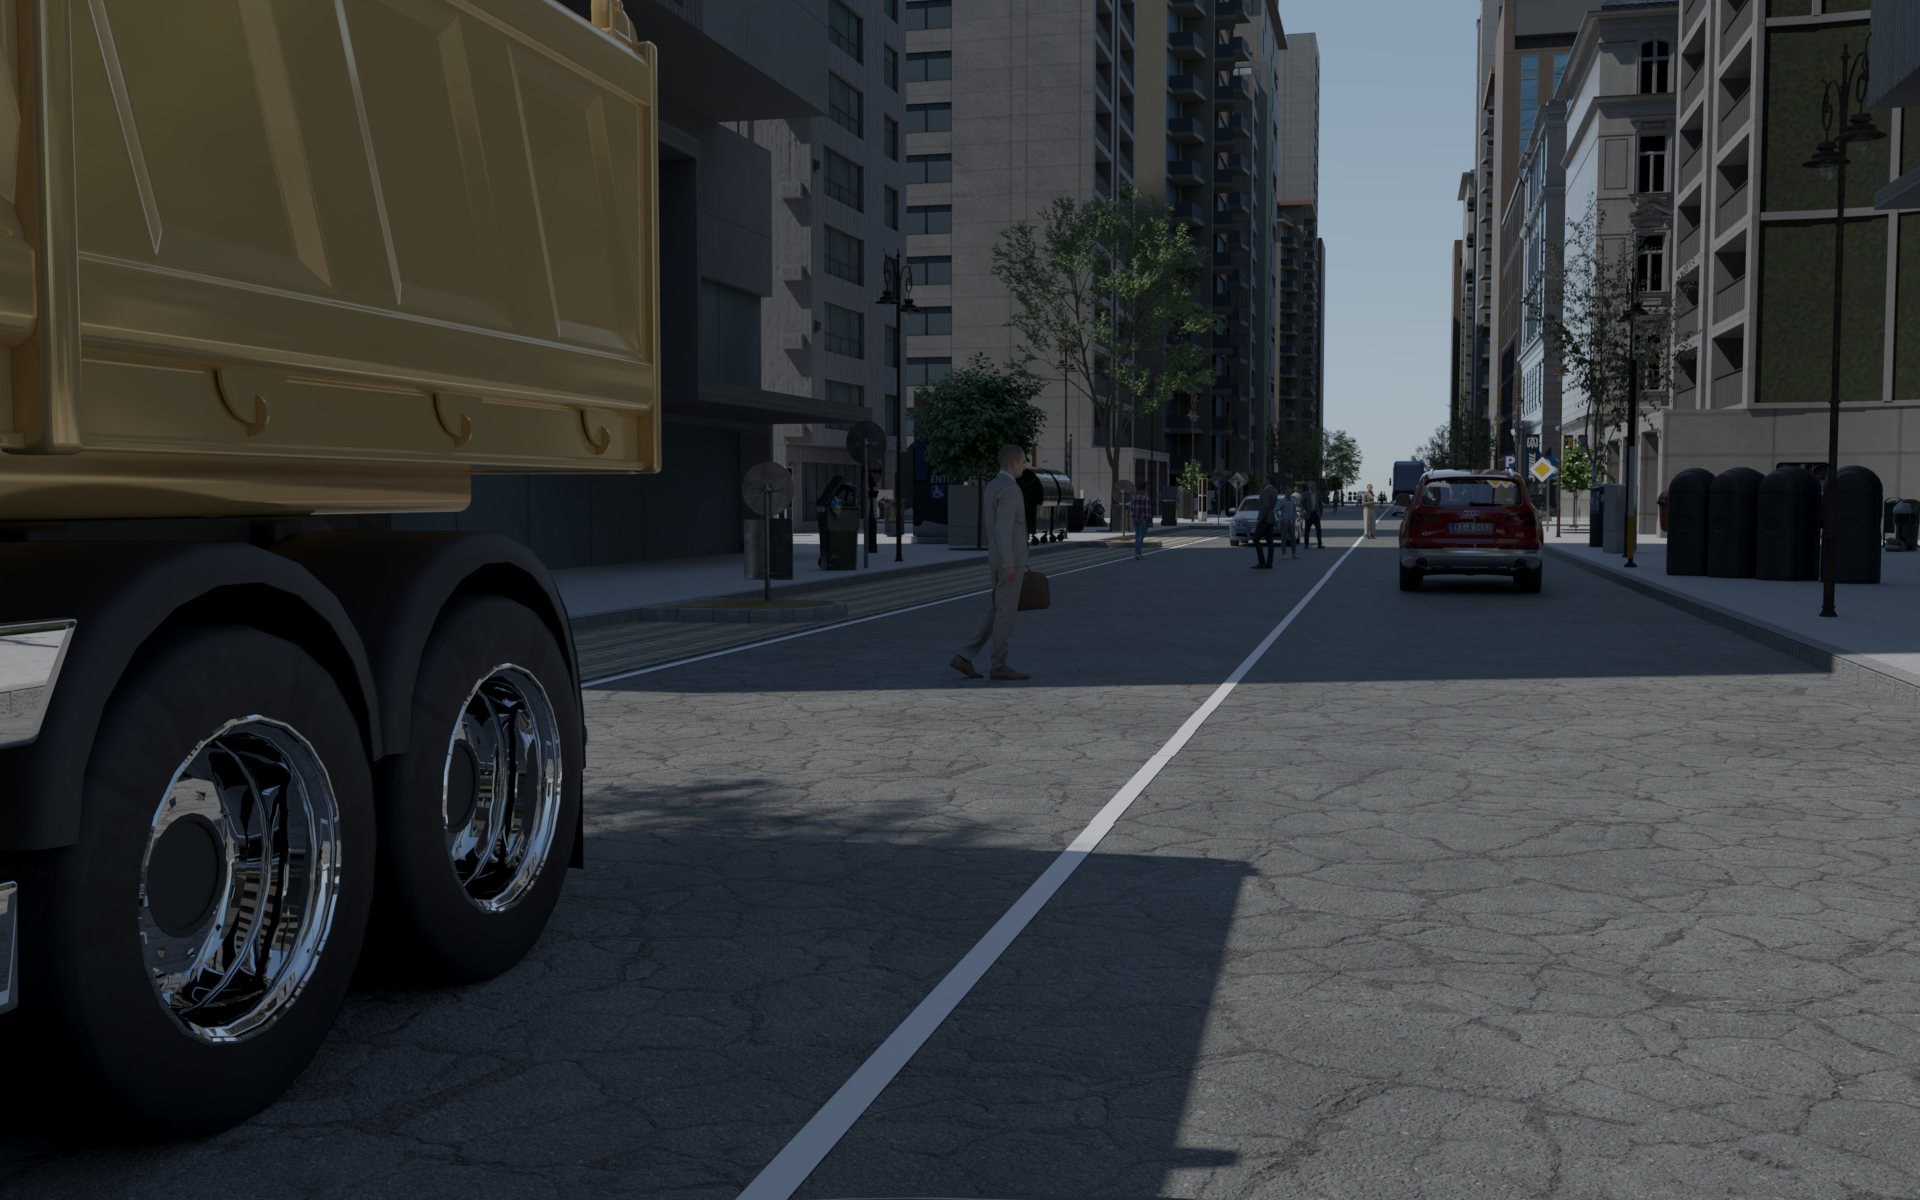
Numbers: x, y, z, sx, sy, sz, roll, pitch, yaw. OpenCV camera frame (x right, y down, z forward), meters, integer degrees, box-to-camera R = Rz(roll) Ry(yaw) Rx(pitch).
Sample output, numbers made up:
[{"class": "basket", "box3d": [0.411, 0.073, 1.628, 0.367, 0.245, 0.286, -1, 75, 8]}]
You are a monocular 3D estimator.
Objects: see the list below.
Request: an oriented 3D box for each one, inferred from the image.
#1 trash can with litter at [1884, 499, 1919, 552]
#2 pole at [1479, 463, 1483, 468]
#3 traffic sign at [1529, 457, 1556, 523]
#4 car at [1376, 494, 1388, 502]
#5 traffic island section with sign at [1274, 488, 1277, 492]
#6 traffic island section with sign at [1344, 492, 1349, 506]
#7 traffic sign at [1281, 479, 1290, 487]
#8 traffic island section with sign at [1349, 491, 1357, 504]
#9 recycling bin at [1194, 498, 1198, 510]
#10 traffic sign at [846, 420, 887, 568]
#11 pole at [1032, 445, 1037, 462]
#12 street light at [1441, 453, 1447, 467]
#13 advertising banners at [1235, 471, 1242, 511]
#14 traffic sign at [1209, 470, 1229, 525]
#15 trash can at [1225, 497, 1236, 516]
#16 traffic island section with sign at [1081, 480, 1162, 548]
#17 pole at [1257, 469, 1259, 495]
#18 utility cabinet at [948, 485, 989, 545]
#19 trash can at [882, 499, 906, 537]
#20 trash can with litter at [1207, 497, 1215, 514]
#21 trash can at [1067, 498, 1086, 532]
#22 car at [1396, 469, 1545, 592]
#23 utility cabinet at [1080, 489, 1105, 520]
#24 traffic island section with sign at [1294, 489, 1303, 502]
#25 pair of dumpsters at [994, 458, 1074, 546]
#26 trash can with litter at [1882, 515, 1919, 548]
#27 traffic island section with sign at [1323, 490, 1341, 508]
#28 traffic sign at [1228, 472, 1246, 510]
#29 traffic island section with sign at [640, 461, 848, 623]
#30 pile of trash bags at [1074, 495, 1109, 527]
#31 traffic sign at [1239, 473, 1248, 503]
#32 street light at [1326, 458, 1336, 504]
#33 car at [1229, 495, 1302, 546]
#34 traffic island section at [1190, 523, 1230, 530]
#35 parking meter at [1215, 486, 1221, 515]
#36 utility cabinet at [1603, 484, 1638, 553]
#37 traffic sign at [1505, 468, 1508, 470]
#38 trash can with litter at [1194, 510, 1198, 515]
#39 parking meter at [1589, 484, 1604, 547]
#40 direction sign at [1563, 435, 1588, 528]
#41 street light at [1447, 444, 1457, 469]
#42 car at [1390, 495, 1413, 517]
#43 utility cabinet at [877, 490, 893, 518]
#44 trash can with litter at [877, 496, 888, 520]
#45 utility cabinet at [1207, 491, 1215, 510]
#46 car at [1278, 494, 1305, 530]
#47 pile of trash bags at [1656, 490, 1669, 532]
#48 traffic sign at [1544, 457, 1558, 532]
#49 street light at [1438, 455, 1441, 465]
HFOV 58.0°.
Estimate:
[{"class": "trash can with litter", "box3d": [21.073, -1.665, 38.611, 1.055, 1.170, 0.624, -3, 5, -42]}, {"class": "pole", "box3d": [33.832, -7.259, 112.533, 0.158, 3.312, 0.155, 0, 3, 0]}, {"class": "traffic sign", "box3d": [17.968, -3.199, 53.486, 0.795, 2.450, 0.064, 1, 4, 19]}, {"class": "car", "box3d": [73.756, -17.880, 302.563, 2.015, 1.641, 3.980, 1, 4, 13]}, {"class": "traffic island section with sign", "box3d": [18.106, -5.613, 100.406, 1.989, 1.847, 2.006, 1, 4, 14]}, {"class": "traffic island section with sign", "box3d": [43.916, -11.805, 201.632, 1.989, 1.847, 2.006, 1, 4, 14]}, {"class": "traffic sign", "box3d": [26.827, -8.726, 142.779, 0.768, 2.556, 0.104, 1, 4, 21]}, {"class": "traffic island section with sign", "box3d": [57.392, -15.036, 254.459, 1.989, 1.847, 2.006, 1, 4, 14]}, {"class": "recycling bin", "box3d": [14.752, -6.000, 110.652, 0.722, 1.027, 0.722, -1, 4, -20]}, {"class": "traffic sign", "box3d": [-1.630, -1.826, 29.959, 0.768, 2.556, 0.104, 1, 4, 19]}, {"class": "pole", "box3d": [3.009, -4.672, 70.236, 0.158, 3.312, 0.155, 0, 3, 0]}, {"class": "street light", "box3d": [48.669, -12.259, 173.229, 0.468, 5.910, 1.993, 1, 4, 14]}, {"class": "advertising banners", "box3d": [21.142, -8.258, 131.200, 0.090, 3.025, 2.074, 1, 4, 23]}, {"class": "traffic sign", "box3d": [10.575, -4.104, 70.750, 0.795, 2.450, 0.064, 1, 4, 14]}, {"class": "trash can", "box3d": [15.643, -5.415, 100.187, 0.748, 1.137, 0.748, 0, 3, 0]}, {"class": "traffic island section with sign", "box3d": [4.408, -2.327, 46.672, 1.989, 1.847, 2.006, 1, 4, 14]}, {"class": "pole", "box3d": [24.413, -9.057, 141.926, 0.158, 3.312, 0.155, 0, 3, 0]}, {"class": "utility cabinet", "box3d": [0.306, -2.087, 42.794, 1.173, 1.500, 0.318, 0, 4, 7]}, {"class": "trash can", "box3d": [-1.958, -2.450, 51.712, 0.748, 1.137, 0.748, 0, 3, 0]}, {"class": "trash can with litter", "box3d": [15.975, -6.018, 109.780, 0.624, 1.170, 1.055, -3, 5, -43]}, {"class": "trash can", "box3d": [3.863, -2.853, 58.307, 0.748, 1.137, 0.748, 0, 3, 0]}, {"class": "car", "box3d": [7.930, -1.117, 26.944, 2.281, 1.827, 5.304, 1, 4, 16]}, {"class": "utility cabinet", "box3d": [6.410, -4.595, 83.808, 1.173, 1.500, 0.318, -2, 4, -24]}, {"class": "traffic island section with sign", "box3d": [24.859, -7.232, 126.874, 1.989, 1.847, 2.006, 1, 4, 14]}, {"class": "pair of dumpsters", "box3d": [1.835, -2.602, 45.034, 1.574, 2.255, 4.437, 1, 4, 14]}, {"class": "trash can with litter", "box3d": [22.811, -1.862, 41.508, 2.233, 1.210, 1.678, -1, 4, -9]}, {"class": "traffic island section with sign", "box3d": [37.170, -10.185, 175.148, 1.989, 1.847, 2.006, 1, 4, 14]}, {"class": "traffic sign", "box3d": [12.549, -4.578, 78.488, 0.795, 2.450, 0.064, 1, 4, 14]}, {"class": "traffic island section with sign", "box3d": [-2.389, -0.698, 20.044, 1.989, 1.847, 2.006, 1, 4, 14]}, {"class": "pile of trash bags", "box3d": [4.644, -3.618, 68.906, 1.912, 1.369, 3.447, -1, 4, -10]}, {"class": "traffic sign", "box3d": [16.673, -6.265, 102.537, 0.768, 2.556, 0.104, 1, 4, 15]}, {"class": "street light", "box3d": [50.161, -15.982, 234.098, 0.468, 5.910, 1.993, 1, 4, 14]}, {"class": "car", "box3d": [8.686, -2.265, 49.038, 2.014, 1.417, 4.499, 1, 4, 15]}, {"class": "traffic island section", "box3d": [10.551, -2.969, 70.818, 2.009, 0.180, 2.903, 1, 4, 14]}, {"class": "parking meter", "box3d": [15.918, -6.191, 106.926, 0.399, 1.863, 0.255, 0, 4, 6]}, {"class": "utility cabinet", "box3d": [14.442, -1.783, 37.831, 0.318, 1.500, 1.173, 3, 5, 42]}, {"class": "traffic sign", "box3d": [21.419, -3.935, 67.974, 0.795, 2.450, 0.064, 1, 4, 14]}, {"class": "trash can with litter", "box3d": [14.285, -5.852, 107.068, 1.055, 1.170, 0.624, -2, 4, -25]}, {"class": "parking meter", "box3d": [15.408, -2.044, 41.831, 0.372, 1.533, 0.369, 0, 3, 0]}, {"class": "direction sign", "box3d": [23.471, -4.533, 66.115, 0.876, 3.537, 0.379, 1, 4, 14]}, {"class": "street light", "box3d": [44.650, -11.269, 157.028, 0.468, 5.910, 1.993, 1, 4, 14]}, {"class": "car", "box3d": [28.835, -6.080, 111.776, 2.083, 1.381, 4.827, 1, 4, 13]}, {"class": "utility cabinet", "box3d": [-4.047, -5.029, 90.902, 1.173, 1.500, 0.318, -2, 4, -25]}, {"class": "trash can with litter", "box3d": [-4.059, -4.589, 86.424, 1.055, 1.170, 0.624, 2, 4, 26]}, {"class": "utility cabinet", "box3d": [17.097, -6.683, 117.946, 1.173, 1.500, 0.318, -1, 4, -9]}, {"class": "car", "box3d": [12.579, -3.565, 68.069, 2.009, 1.686, 4.222, 1, 4, 13]}, {"class": "pile of trash bags", "box3d": [16.895, -1.755, 38.454, 3.447, 1.369, 1.912, -1, 4, -22]}, {"class": "traffic sign", "box3d": [20.014, -3.597, 58.920, 0.768, 2.556, 0.104, 1, 4, 19]}, {"class": "street light", "box3d": [52.935, -13.278, 189.879, 0.468, 5.910, 1.993, 1, 4, 14]}]
